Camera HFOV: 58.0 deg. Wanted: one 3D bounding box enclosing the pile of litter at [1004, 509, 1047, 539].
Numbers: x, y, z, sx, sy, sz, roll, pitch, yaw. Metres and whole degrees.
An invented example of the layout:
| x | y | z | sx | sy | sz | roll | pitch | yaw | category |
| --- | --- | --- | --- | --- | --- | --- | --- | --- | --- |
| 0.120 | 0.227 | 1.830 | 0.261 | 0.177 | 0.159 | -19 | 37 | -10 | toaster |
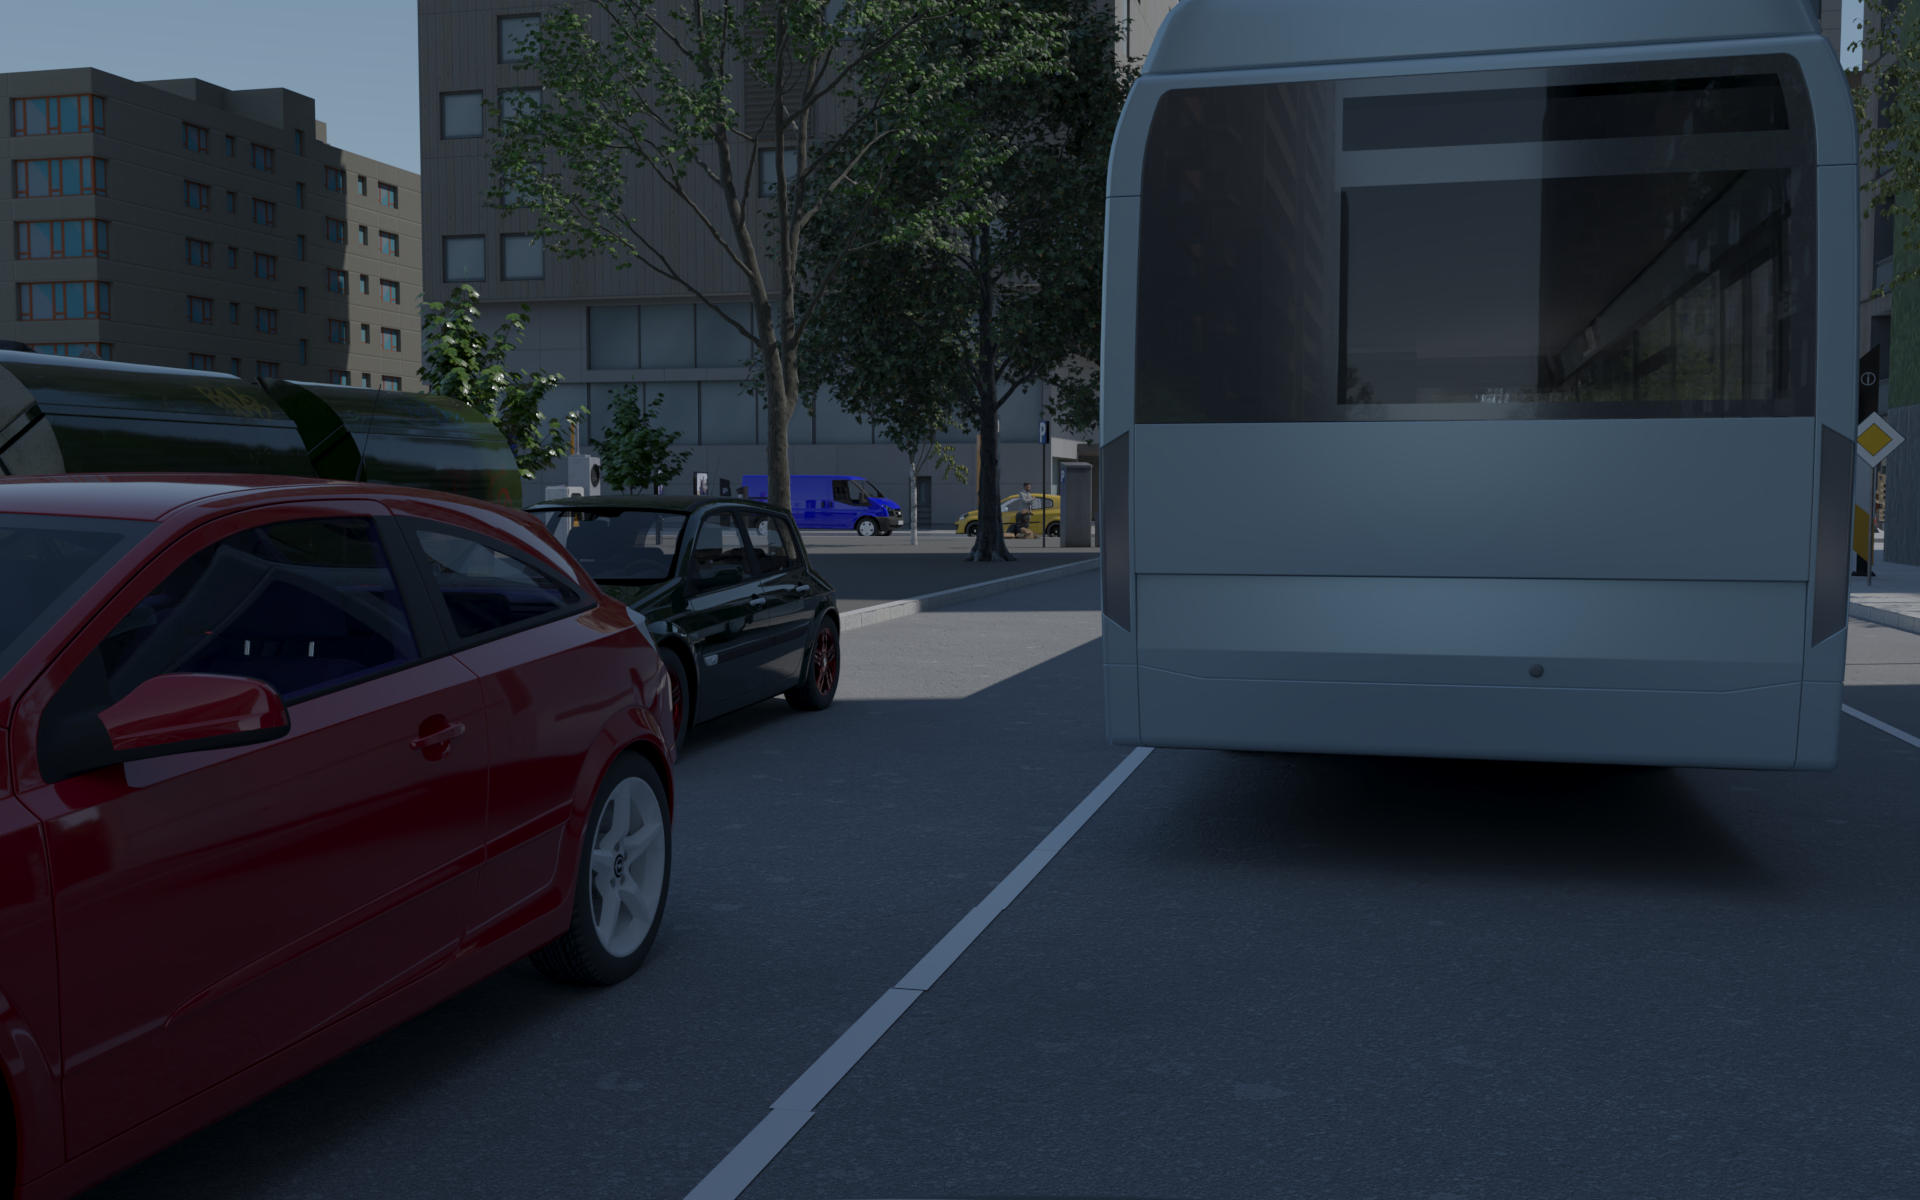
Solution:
| x | y | z | sx | sy | sz | roll | pitch | yaw | category |
| --- | --- | --- | --- | --- | --- | --- | --- | --- | --- |
| 1.701 | -2.191 | 49.793 | 1.176 | 0.858 | 1.719 | -3 | 5 | -39 | pile of litter |

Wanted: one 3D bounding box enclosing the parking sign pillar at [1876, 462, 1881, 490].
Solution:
| x | y | z | sx | sy | sz | roll | pitch | yaw | category |
| --- | --- | --- | --- | --- | --- | --- | --- | --- | --- |
| 48.478 | -6.355 | 92.370 | 1.447 | 3.967 | 1.447 | 1 | 4 | 20 | parking sign pillar |

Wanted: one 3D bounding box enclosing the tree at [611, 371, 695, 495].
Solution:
| x | y | z | sx | sy | sz | roll | pitch | yaw | category |
| --- | --- | --- | --- | --- | --- | --- | --- | --- | --- |
| -5.199 | -2.002 | 27.337 | 1.663 | 3.219 | 1.824 | 0 | 3 | 0 | tree |

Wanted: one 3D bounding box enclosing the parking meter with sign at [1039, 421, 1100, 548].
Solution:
| x | y | z | sx | sy | sz | roll | pitch | yaw | category |
| --- | --- | --- | --- | --- | --- | --- | --- | --- | --- |
| 2.799 | -2.769 | 41.529 | 1.738 | 3.016 | 0.543 | -1 | 4 | -16 | parking meter with sign |

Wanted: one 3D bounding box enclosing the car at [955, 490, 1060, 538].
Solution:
| x | y | z | sx | sy | sz | roll | pitch | yaw | category |
| --- | --- | --- | --- | --- | --- | --- | --- | --- | --- |
| 1.820 | -2.708 | 54.493 | 3.980 | 1.641 | 2.015 | 1 | 4 | 14 | car |

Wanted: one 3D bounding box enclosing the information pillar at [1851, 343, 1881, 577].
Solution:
| x | y | z | sx | sy | sz | roll | pitch | yaw | category |
| --- | --- | --- | --- | --- | --- | --- | --- | --- | --- |
| 14.035 | -2.179 | 26.988 | 0.504 | 3.616 | 0.183 | 2 | 4 | 32 | information pillar |

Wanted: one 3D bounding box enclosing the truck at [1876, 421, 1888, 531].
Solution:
| x | y | z | sx | sy | sz | roll | pitch | yaw | category |
| --- | --- | --- | --- | --- | --- | --- | --- | --- | --- |
| 30.473 | -3.543 | 46.834 | 11.283 | 4.237 | 2.839 | 1 | 4 | 12 | truck |

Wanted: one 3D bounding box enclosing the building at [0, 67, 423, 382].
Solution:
| x | y | z | sx | sy | sz | roll | pitch | yaw | category |
| --- | --- | --- | --- | --- | --- | --- | --- | --- | --- |
| -45.766 | -14.815 | 87.272 | 28.899 | 21.520 | 27.650 | 1 | 4 | 14 | building |

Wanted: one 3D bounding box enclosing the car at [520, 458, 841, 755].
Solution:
| x | y | z | sx | sy | sz | roll | pitch | yaw | category |
| --- | --- | --- | --- | --- | --- | --- | --- | --- | --- |
| -2.039 | -0.035 | 10.360 | 2.009 | 1.686 | 4.222 | 1 | 4 | 14 | car |

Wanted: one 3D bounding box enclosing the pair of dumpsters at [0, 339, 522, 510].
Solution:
| x | y | z | sx | sy | sz | roll | pitch | yaw | category |
| --- | --- | --- | --- | --- | --- | --- | --- | --- | --- |
| -4.311 | -0.471 | 10.200 | 1.574 | 2.255 | 4.437 | 1 | 4 | 14 | pair of dumpsters |

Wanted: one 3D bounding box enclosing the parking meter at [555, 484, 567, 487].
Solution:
| x | y | z | sx | sy | sz | roll | pitch | yaw | category |
| --- | --- | --- | --- | --- | --- | --- | --- | --- | --- |
| -10.058 | -2.148 | 43.539 | 0.372 | 1.533 | 0.369 | 0 | 3 | 0 | parking meter |

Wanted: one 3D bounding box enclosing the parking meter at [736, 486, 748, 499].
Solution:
| x | y | z | sx | sy | sz | roll | pitch | yaw | category |
| --- | --- | --- | --- | --- | --- | --- | --- | --- | --- |
| -6.579 | -2.686 | 52.321 | 0.372 | 1.533 | 0.369 | 0 | 3 | 0 | parking meter |

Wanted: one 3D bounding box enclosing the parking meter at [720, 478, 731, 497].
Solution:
| x | y | z | sx | sy | sz | roll | pitch | yaw | category |
| --- | --- | --- | --- | --- | --- | --- | --- | --- | --- |
| -8.455 | -3.469 | 62.430 | 0.399 | 1.863 | 0.255 | -1 | 4 | -12 | parking meter |

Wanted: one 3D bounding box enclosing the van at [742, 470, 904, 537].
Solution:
| x | y | z | sx | sy | sz | roll | pitch | yaw | category |
| --- | --- | --- | --- | --- | --- | --- | --- | --- | --- |
| -4.432 | -3.157 | 55.996 | 5.245 | 2.365 | 2.240 | 1 | 4 | 14 | van |

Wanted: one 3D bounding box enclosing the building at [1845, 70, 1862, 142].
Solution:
| x | y | z | sx | sy | sz | roll | pitch | yaw | category |
| --- | --- | --- | --- | --- | --- | --- | --- | --- | --- |
| 91.796 | -32.428 | 180.311 | 14.200 | 45.320 | 14.600 | 1 | 4 | 14 | building |

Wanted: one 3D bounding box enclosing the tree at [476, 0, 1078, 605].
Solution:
| x | y | z | sx | sy | sz | roll | pitch | yaw | category |
| --- | --- | --- | --- | --- | --- | --- | --- | --- | --- |
| -2.132 | -5.761 | 19.946 | 9.928 | 11.665 | 9.643 | 0 | 3 | 0 | tree |

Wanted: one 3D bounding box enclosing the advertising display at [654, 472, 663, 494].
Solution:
| x | y | z | sx | sy | sz | roll | pitch | yaw | category |
| --- | --- | --- | --- | --- | --- | --- | --- | --- | --- |
| -7.650 | -2.371 | 43.986 | 0.123 | 1.923 | 0.974 | 0 | 4 | -2 | advertising display |

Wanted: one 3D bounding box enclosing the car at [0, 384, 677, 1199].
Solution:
| x | y | z | sx | sy | sz | roll | pitch | yaw | category |
| --- | --- | --- | --- | --- | --- | --- | --- | --- | --- |
| -2.161 | 0.316 | 3.877 | 2.155 | 1.783 | 4.494 | 1 | 4 | 14 | car |

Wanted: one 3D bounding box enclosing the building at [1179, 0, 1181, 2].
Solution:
| x | y | z | sx | sy | sz | roll | pitch | yaw | category |
| --- | --- | --- | --- | --- | --- | --- | --- | --- | --- |
| 9.228 | -28.038 | 113.047 | 22.147 | 44.769 | 28.867 | 1 | 4 | 14 | building |

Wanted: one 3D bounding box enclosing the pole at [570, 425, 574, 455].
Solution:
| x | y | z | sx | sy | sz | roll | pitch | yaw | category |
| --- | --- | --- | --- | --- | --- | --- | --- | --- | --- |
| -10.887 | -3.367 | 48.893 | 0.158 | 3.312 | 0.155 | 0 | 3 | 0 | pole |

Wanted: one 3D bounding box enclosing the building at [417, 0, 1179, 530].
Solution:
| x | y | z | sx | sy | sz | roll | pitch | yaw | category |
| --- | --- | --- | --- | --- | --- | --- | --- | --- | --- |
| -4.537 | -29.696 | 74.763 | 28.713 | 52.752 | 27.495 | 1 | 4 | 14 | building |

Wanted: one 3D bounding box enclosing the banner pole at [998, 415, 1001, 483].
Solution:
| x | y | z | sx | sy | sz | roll | pitch | yaw | category |
| --- | --- | --- | --- | --- | --- | --- | --- | --- | --- |
| 0.861 | -3.544 | 47.956 | 0.401 | 3.779 | 0.863 | 3 | 5 | 42 | banner pole |

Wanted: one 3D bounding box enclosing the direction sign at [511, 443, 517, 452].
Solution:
| x | y | z | sx | sy | sz | roll | pitch | yaw | category |
| --- | --- | --- | --- | --- | --- | --- | --- | --- | --- |
| -16.196 | -4.263 | 61.692 | 0.876 | 3.537 | 0.379 | -1 | 4 | -19 | direction sign |

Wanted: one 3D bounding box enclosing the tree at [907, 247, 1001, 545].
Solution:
| x | y | z | sx | sy | sz | roll | pitch | yaw | category |
| --- | --- | --- | --- | --- | --- | --- | --- | --- | --- |
| -0.967 | -5.661 | 42.924 | 4.737 | 8.622 | 4.395 | 0 | 3 | 0 | tree |

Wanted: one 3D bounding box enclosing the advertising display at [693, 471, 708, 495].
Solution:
| x | y | z | sx | sy | sz | roll | pitch | yaw | category |
| --- | --- | --- | --- | --- | --- | --- | --- | --- | --- |
| -7.453 | -2.727 | 49.798 | 0.123 | 1.923 | 0.974 | 1 | 4 | 11 | advertising display |

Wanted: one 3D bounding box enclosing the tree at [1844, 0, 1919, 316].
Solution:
| x | y | z | sx | sy | sz | roll | pitch | yaw | category |
| --- | --- | --- | --- | --- | --- | --- | --- | --- | --- |
| 12.239 | -4.280 | 20.334 | 4.737 | 8.622 | 4.395 | 0 | 3 | 0 | tree |

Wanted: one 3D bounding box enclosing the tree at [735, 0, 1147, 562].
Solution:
| x | y | z | sx | sy | sz | roll | pitch | yaw | category |
| --- | --- | --- | --- | --- | --- | --- | --- | --- | --- |
| 0.461 | -7.093 | 32.978 | 9.611 | 12.733 | 9.660 | 0 | 3 | 0 | tree |

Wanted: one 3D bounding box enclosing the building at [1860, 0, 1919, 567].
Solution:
| x | y | z | sx | sy | sz | roll | pitch | yaw | category |
| --- | --- | --- | --- | --- | --- | --- | --- | --- | --- |
| 24.726 | -21.281 | 31.542 | 14.154 | 41.232 | 14.086 | 1 | 4 | 14 | building |

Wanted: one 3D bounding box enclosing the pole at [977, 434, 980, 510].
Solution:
| x | y | z | sx | sy | sz | roll | pitch | yaw | category |
| --- | --- | --- | --- | --- | --- | --- | --- | --- | --- |
| 0.673 | -3.985 | 59.005 | 0.158 | 3.312 | 0.155 | 0 | 3 | 0 | pole |

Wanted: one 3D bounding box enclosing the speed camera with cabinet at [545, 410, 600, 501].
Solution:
| x | y | z | sx | sy | sz | roll | pitch | yaw | category |
| --- | --- | --- | --- | --- | --- | --- | --- | --- | --- |
| -9.000 | -2.813 | 40.336 | 0.660 | 3.252 | 2.038 | 1 | 4 | 9 | speed camera with cabinet |

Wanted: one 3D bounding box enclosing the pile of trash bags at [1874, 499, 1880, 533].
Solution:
| x | y | z | sx | sy | sz | roll | pitch | yaw | category |
| --- | --- | --- | --- | --- | --- | --- | --- | --- | --- |
| 29.633 | -2.928 | 57.631 | 3.447 | 1.369 | 1.912 | -3 | 5 | -44 | pile of trash bags |

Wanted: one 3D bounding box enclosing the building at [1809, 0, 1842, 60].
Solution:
| x | y | z | sx | sy | sz | roll | pitch | yaw | category |
| --- | --- | --- | --- | --- | --- | --- | --- | --- | --- |
| 53.574 | -42.440 | 132.139 | 20.563 | 71.187 | 20.611 | 1 | 4 | 14 | building |

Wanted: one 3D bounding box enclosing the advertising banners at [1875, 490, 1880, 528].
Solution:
| x | y | z | sx | sy | sz | roll | pitch | yaw | category |
| --- | --- | --- | --- | --- | --- | --- | --- | --- | --- |
| 34.812 | -4.255 | 65.764 | 0.090 | 3.025 | 2.074 | -3 | 5 | -42 | advertising banners |

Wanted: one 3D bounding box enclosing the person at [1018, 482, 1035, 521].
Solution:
| x | y | z | sx | sy | sz | roll | pitch | yaw | category |
| --- | --- | --- | --- | --- | --- | --- | --- | --- | --- |
| 2.032 | -2.664 | 52.234 | 0.466 | 1.800 | 0.511 | 1 | 4 | 22 | person |

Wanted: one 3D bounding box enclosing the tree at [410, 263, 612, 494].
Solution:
| x | y | z | sx | sy | sz | roll | pitch | yaw | category |
| --- | --- | --- | --- | --- | --- | --- | --- | --- | --- |
| -4.187 | -1.216 | 14.477 | 1.663 | 3.219 | 1.824 | 0 | 3 | 0 | tree |

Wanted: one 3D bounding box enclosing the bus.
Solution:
| x | y | z | sx | sy | sz | roll | pitch | yaw | category |
| --- | --- | --- | --- | --- | --- | --- | --- | --- | --- |
| 3.444 | -1.078 | 12.481 | 2.948 | 3.499 | 13.247 | 1 | 4 | 15 | bus |

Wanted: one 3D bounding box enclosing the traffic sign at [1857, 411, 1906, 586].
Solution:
| x | y | z | sx | sy | sz | roll | pitch | yaw | category |
| --- | --- | --- | --- | --- | --- | --- | --- | --- | --- |
| 12.726 | -1.406 | 24.179 | 0.795 | 2.450 | 0.064 | 1 | 4 | 23 | traffic sign |
